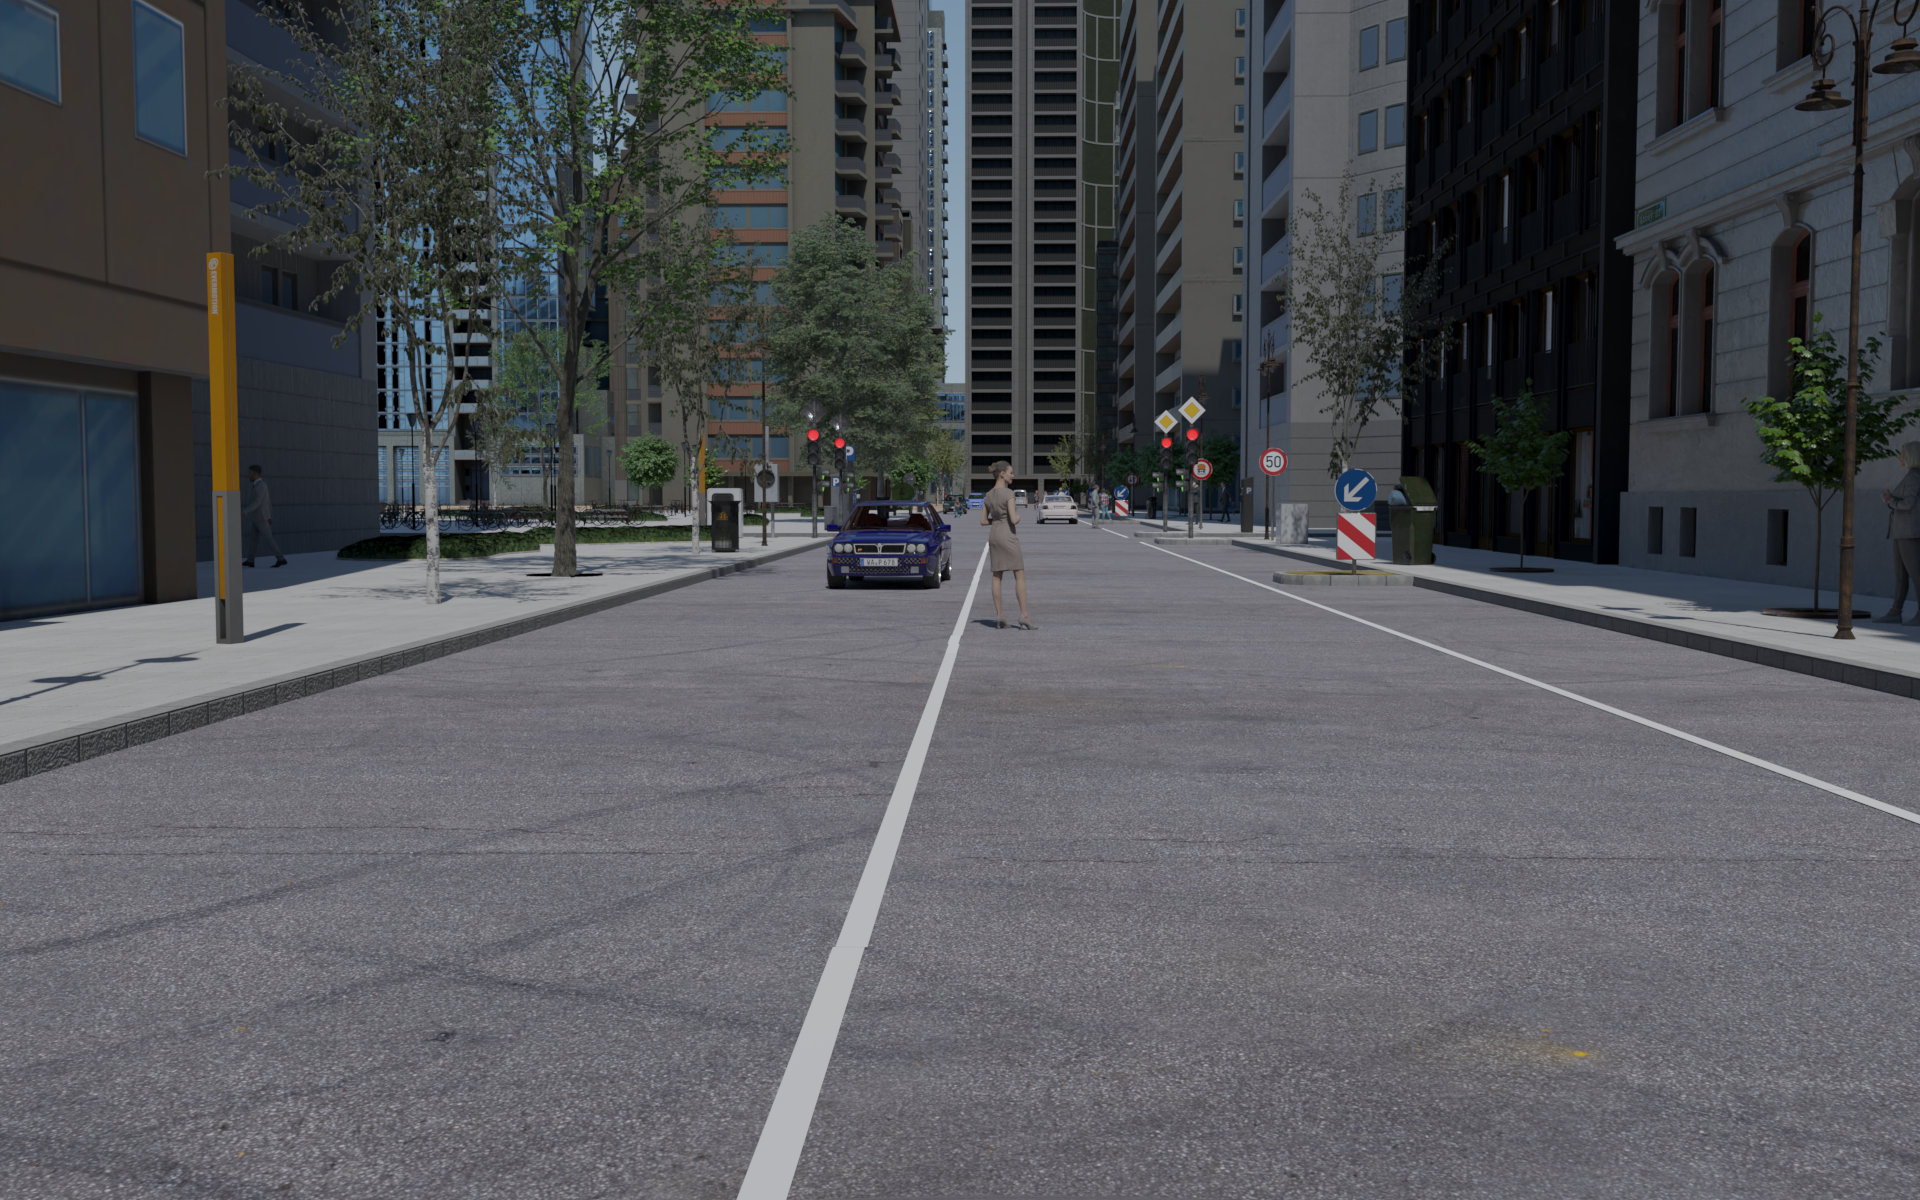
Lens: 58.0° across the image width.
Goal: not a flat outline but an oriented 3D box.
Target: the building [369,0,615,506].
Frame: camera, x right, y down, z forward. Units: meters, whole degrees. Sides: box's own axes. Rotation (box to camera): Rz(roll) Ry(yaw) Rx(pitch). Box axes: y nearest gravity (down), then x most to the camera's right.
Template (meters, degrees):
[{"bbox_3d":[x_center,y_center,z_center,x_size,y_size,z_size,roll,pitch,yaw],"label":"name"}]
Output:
[{"bbox_3d":[-54.247,-53.951,194.775,31.000,86.520,22.319,0,4,1],"label":"building"}]

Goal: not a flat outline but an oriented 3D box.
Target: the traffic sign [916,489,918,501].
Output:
[{"bbox_3d":[-2.960,-7.297,119.404,0.768,2.556,0.104,0,4,3],"label":"traffic sign"}]

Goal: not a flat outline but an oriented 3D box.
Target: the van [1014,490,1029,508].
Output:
[{"bbox_3d":[6.206,-10.581,180.006,2.013,2.044,4.112,0,4,2],"label":"van"}]

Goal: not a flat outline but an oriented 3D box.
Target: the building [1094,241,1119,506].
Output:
[{"bbox_3d":[22.379,-26.099,198.425,14.160,30.474,14.107,0,4,1],"label":"building"}]

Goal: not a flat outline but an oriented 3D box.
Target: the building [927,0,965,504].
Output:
[{"bbox_3d":[-14.623,-56.116,230.174,31.000,86.520,22.319,0,4,1],"label":"building"}]

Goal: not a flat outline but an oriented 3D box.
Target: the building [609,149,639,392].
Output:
[{"bbox_3d":[-37.325,-35.335,227.844,14.200,45.320,14.600,0,4,1],"label":"building"}]

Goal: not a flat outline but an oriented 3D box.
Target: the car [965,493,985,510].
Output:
[{"bbox_3d":[1.481,-9.243,160.714,1.945,1.707,3.694,0,4,2],"label":"car"}]

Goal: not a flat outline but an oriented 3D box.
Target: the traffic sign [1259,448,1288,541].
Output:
[{"bbox_3d":[8.617,-2.910,47.677,0.768,2.556,0.104,0,4,7],"label":"traffic sign"}]

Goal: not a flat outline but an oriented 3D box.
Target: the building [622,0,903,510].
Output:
[{"bbox_3d":[-16.359,-30.152,147.614,22.147,44.769,28.867,0,4,1],"label":"building"}]

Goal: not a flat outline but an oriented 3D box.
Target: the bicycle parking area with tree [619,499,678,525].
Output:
[{"bbox_3d":[-17.282,-5.254,72.910,9.016,4.147,8.231,0,4,2],"label":"bicycle parking area with tree"}]

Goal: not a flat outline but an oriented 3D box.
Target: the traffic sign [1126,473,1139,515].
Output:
[{"bbox_3d":[10.480,-6.437,105.355,0.768,2.556,0.104,0,4,6],"label":"traffic sign"}]

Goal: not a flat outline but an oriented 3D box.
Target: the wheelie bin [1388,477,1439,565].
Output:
[{"bbox_3d":[8.162,-1.433,31.343,0.980,1.594,0.693,-2,4,-30],"label":"wheelie bin"}]

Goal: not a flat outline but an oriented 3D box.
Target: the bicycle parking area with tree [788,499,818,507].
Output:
[{"bbox_3d":[-15.105,-8.618,127.899,9.016,4.147,8.231,0,4,-6],"label":"bicycle parking area with tree"}]

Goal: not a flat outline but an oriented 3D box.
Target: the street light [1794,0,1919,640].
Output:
[{"bbox_3d":[7.826,-2.591,15.149,0.468,5.910,1.993,0,4,1],"label":"street light"}]

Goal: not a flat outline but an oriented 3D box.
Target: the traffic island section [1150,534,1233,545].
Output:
[{"bbox_3d":[6.695,-1.701,50.095,2.009,0.180,2.903,0,4,1],"label":"traffic island section"}]

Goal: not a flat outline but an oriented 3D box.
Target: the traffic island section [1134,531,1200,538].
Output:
[{"bbox_3d":[6.904,-2.189,58.077,2.009,0.180,2.903,0,4,1],"label":"traffic island section"}]

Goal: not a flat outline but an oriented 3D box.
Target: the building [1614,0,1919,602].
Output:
[{"bbox_3d":[17.598,-14.139,18.568,14.401,28.519,23.554,0,4,1],"label":"building"}]

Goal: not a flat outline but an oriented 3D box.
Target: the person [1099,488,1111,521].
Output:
[{"bbox_3d":[7.445,-4.876,89.063,0.563,1.720,0.643,-3,5,-41],"label":"person"}]

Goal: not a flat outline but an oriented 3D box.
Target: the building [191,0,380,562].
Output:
[{"bbox_3d":[-28.186,-30.224,36.154,28.212,58.520,21.231,0,4,1],"label":"building"}]

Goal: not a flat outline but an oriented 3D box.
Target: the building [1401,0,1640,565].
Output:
[{"bbox_3d":[17.933,-12.771,38.485,12.332,23.373,15.834,0,4,1],"label":"building"}]

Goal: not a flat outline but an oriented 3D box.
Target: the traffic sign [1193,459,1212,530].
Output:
[{"bbox_3d":[8.699,-3.815,62.478,0.768,2.556,0.104,0,4,4],"label":"traffic sign"}]

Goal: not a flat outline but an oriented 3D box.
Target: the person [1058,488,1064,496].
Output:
[{"bbox_3d":[6.094,-5.824,103.954,0.478,1.798,0.641,-2,4,-29],"label":"person"}]

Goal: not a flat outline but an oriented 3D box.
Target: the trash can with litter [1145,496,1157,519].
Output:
[{"bbox_3d":[9.739,-4.746,88.977,0.624,1.170,1.055,-1,4,-12],"label":"trash can with litter"}]

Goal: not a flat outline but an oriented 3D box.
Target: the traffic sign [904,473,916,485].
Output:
[{"bbox_3d":[-3.040,-6.365,104.172,0.768,2.556,0.104,0,4,8],"label":"traffic sign"}]

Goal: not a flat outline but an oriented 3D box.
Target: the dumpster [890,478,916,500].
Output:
[{"bbox_3d":[-3.372,-6.103,102.284,1.502,2.255,1.985,0,4,1],"label":"dumpster"}]

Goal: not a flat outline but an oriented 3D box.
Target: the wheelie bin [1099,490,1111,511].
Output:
[{"bbox_3d":[10.856,-7.472,130.077,0.980,1.594,0.693,-1,4,-14],"label":"wheelie bin"}]

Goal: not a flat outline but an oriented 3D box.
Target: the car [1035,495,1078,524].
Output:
[{"bbox_3d":[4.690,-4.365,83.723,2.083,1.381,4.827,0,4,0],"label":"car"}]

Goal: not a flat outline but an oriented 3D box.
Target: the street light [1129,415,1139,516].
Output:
[{"bbox_3d":[9.951,-7.730,99.168,0.468,5.910,1.993,0,4,1],"label":"street light"}]

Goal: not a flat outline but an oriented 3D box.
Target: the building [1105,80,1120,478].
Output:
[{"bbox_3d":[27.162,-33.999,175.485,23.786,49.044,30.456,0,4,1],"label":"building"}]

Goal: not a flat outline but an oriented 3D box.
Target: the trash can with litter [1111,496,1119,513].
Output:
[{"bbox_3d":[10.651,-6.414,116.263,1.055,1.170,0.624,2,4,26],"label":"trash can with litter"}]

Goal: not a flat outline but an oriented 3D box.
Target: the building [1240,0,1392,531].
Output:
[{"bbox_3d":[26.487,-32.134,67.387,28.212,58.520,21.231,0,4,1],"label":"building"}]

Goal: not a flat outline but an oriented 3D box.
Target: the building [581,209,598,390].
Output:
[{"bbox_3d":[-58.751,-35.326,232.212,28.867,44.769,22.147,0,4,1],"label":"building"}]

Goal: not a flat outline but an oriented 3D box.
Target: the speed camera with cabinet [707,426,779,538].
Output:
[{"bbox_3d":[-6.306,-3.427,50.370,2.038,3.252,0.660,0,4,0],"label":"speed camera with cabinet"}]

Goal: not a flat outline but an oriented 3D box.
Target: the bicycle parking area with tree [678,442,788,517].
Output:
[{"bbox_3d":[-15.448,-6.806,98.288,9.016,4.147,8.231,1,4,11],"label":"bicycle parking area with tree"}]

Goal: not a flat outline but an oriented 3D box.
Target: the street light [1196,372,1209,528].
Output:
[{"bbox_3d":[9.103,-5.659,65.312,0.468,5.910,1.993,0,4,1],"label":"street light"}]

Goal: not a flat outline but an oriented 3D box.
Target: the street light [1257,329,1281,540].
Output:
[{"bbox_3d":[8.653,-4.641,48.665,0.468,5.910,1.993,0,4,1],"label":"street light"}]

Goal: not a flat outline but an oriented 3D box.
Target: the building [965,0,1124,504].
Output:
[{"bbox_3d":[11.155,-48.380,229.265,20.611,71.187,20.563,0,4,1],"label":"building"}]

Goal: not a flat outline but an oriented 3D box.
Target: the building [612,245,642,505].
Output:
[{"bbox_3d":[-31.596,-26.190,199.904,14.107,30.474,14.160,0,4,1],"label":"building"}]

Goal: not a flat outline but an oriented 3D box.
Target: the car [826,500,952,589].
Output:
[{"bbox_3d":[-1.080,-0.913,27.501,1.945,1.354,3.894,0,4,3],"label":"car"}]

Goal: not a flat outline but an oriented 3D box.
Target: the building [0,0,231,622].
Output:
[{"bbox_3d":[-16.054,-22.213,13.291,14.600,45.320,14.200,0,4,1],"label":"building"}]

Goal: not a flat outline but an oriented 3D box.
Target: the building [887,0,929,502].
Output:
[{"bbox_3d":[-14.315,-46.312,195.451,20.611,71.187,20.563,0,4,1],"label":"building"}]

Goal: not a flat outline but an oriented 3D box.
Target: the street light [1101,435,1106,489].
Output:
[{"bbox_3d":[10.945,-9.779,132.679,0.468,5.910,1.993,0,4,1],"label":"street light"}]

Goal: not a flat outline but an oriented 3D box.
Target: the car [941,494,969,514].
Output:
[{"bbox_3d":[-0.347,-7.024,124.629,2.009,1.686,4.222,0,4,1],"label":"car"}]

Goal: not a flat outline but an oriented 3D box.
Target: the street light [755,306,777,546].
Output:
[{"bbox_3d":[-4.836,-4.275,42.687,0.468,5.910,1.993,0,4,1],"label":"street light"}]

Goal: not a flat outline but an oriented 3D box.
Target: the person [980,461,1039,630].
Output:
[{"bbox_3d":[0.519,-0.584,18.384,0.374,1.781,0.599,-3,5,-43],"label":"person"}]

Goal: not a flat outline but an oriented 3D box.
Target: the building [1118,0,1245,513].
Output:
[{"bbox_3d":[25.077,-32.163,149.567,21.300,48.544,21.600,0,4,1],"label":"building"}]

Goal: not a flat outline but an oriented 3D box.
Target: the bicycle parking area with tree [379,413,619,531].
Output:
[{"bbox_3d":[-18.890,-4.713,64.066,9.016,4.147,8.231,1,4,22],"label":"bicycle parking area with tree"}]

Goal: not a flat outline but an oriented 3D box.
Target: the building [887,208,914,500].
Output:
[{"bbox_3d":[-11.913,-24.323,169.388,14.160,30.474,14.107,0,4,1],"label":"building"}]
